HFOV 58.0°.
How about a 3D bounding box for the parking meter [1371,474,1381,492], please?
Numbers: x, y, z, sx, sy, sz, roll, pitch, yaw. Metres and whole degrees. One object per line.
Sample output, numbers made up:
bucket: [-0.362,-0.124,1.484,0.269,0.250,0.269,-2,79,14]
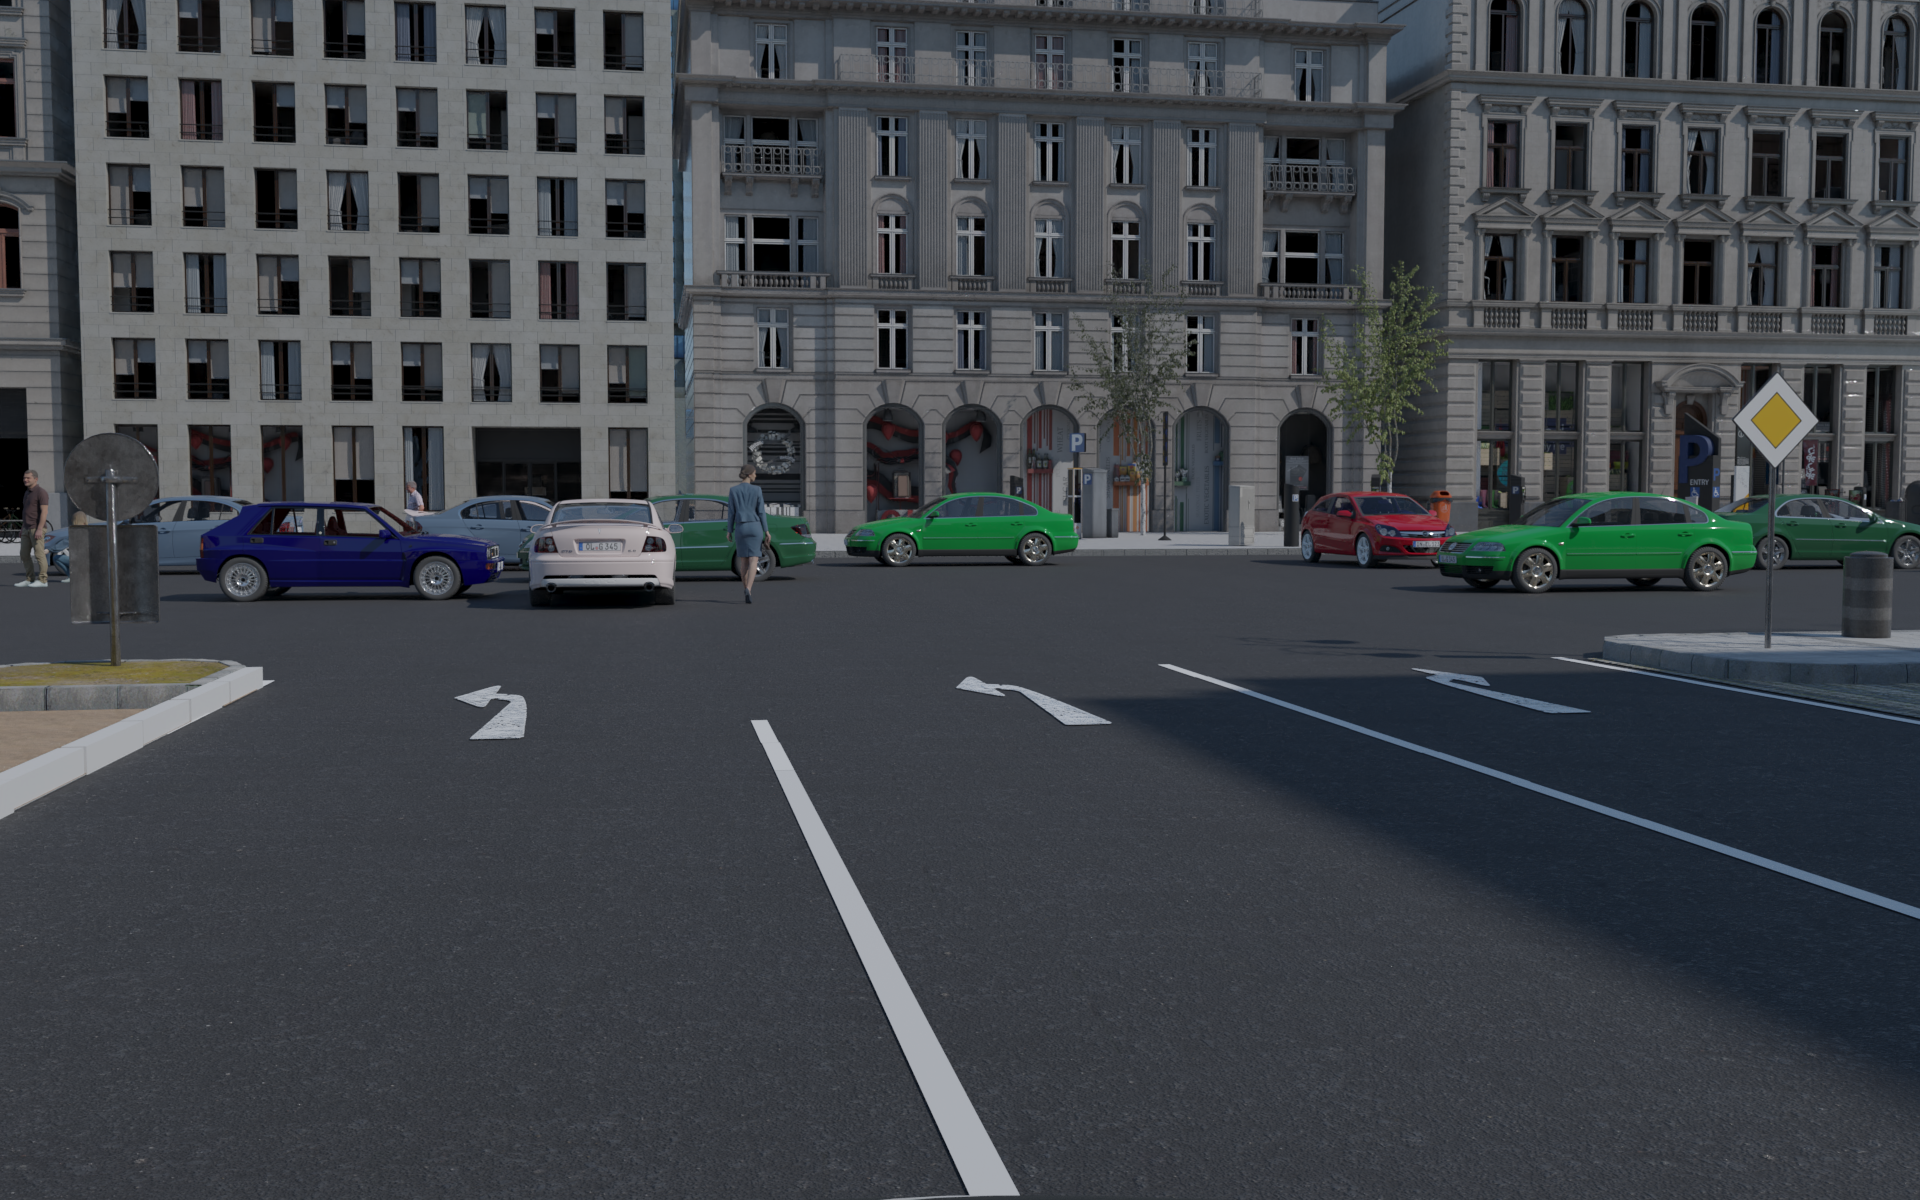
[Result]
parking meter: [12.192,-2.759,50.818,0.255,1.863,0.399,1,4,17]

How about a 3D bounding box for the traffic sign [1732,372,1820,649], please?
traffic sign: [6.712,-0.654,14.335,0.795,2.450,0.064,-1,4,-10]

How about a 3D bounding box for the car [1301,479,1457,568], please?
car: [8.419,-1.589,35.025,2.155,1.783,4.494,-1,4,-12]

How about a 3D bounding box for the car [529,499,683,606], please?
car: [-4.821,-0.688,23.610,2.083,1.381,4.827,-1,4,-10]

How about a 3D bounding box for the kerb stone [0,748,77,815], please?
kerb stone: [-4.424,0.855,8.302,0.120,0.150,1.000,-1,4,-10]

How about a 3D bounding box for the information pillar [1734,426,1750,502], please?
information pillar: [23.112,-3.662,51.235,0.504,3.616,0.183,-1,4,-18]

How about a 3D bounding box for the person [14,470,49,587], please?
person: [-14.343,-1.108,26.748,0.434,1.807,0.598,-3,5,-44]

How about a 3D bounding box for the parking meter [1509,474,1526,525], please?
parking meter: [16.341,-2.755,50.761,0.399,1.863,0.255,3,5,41]

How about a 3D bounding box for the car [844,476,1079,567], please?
car: [0.017,-1.600,34.957,4.718,1.807,1.959,-1,4,-10]

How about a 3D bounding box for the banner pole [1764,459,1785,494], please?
banner pole: [26.605,-4.061,56.418,0.401,3.779,0.863,-2,4,-32]

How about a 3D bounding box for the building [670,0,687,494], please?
building: [-30.373,-55.520,220.429,31.000,86.520,22.319,-1,4,-10]

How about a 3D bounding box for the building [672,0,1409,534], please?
building: [1.906,-13.475,62.119,24.055,21.916,13.314,-1,4,-10]

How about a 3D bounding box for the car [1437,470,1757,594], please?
car: [9.485,-1.050,25.963,4.718,1.807,1.959,-1,4,-11]

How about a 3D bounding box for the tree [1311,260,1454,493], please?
tree: [13.201,-6.340,54.019,4.737,8.622,4.395,0,3,0]

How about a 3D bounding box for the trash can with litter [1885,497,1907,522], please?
trash can with litter: [26.378,-2.262,48.039,2.233,1.210,1.678,3,4,36]

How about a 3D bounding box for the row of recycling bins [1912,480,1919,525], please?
row of recycling bins: [29.227,-2.647,50.393,1.069,1.692,3.534,-2,4,-30]

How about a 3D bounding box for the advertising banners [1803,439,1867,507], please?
advertising banners: [27.680,-3.590,54.889,0.090,3.025,2.074,-3,4,-36]

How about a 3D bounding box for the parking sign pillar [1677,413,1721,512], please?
parking sign pillar: [24.245,-4.180,56.811,1.447,3.967,1.447,-2,4,-31]

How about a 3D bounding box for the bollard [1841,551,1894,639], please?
bollard: [8.142,-0.050,15.540,0.404,0.777,0.398,0,3,0]

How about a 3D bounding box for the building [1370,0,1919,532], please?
building: [24.595,-14.385,64.070,19.941,23.489,11.050,-1,4,-10]

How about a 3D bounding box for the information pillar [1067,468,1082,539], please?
information pillar: [3.245,-2.724,49.034,0.304,2.012,0.304,-2,4,-31]

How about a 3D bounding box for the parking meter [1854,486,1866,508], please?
parking meter: [29.498,-2.960,56.805,0.372,1.533,0.369,0,3,0]

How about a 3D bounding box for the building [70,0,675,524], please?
building: [-17.883,-12.311,56.040,16.860,20.320,10.420,-1,4,-10]

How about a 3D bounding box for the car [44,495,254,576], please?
car: [-14.176,-1.179,31.276,4.499,1.417,2.014,-1,4,-10]

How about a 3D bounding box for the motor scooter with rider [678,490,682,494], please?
motor scooter with rider: [-22.322,-7.911,138.309,0.876,1.779,1.986,-1,4,-12]

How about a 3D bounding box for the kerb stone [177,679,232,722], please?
kerb stone: [-4.965,0.664,11.337,0.120,0.150,1.000,-1,4,-10]

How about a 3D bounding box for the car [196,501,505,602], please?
car: [-8.338,-0.694,23.928,3.894,1.354,1.945,-1,4,-8]

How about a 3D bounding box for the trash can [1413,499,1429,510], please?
trash can: [12.728,-2.246,48.383,0.748,1.137,0.748,0,3,0]

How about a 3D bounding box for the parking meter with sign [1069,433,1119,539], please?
parking meter with sign: [3.924,-3.297,50.160,0.543,3.016,1.738,3,5,43]

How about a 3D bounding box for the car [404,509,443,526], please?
car: [-8.806,-1.397,35.205,4.827,1.381,2.083,-1,4,-8]

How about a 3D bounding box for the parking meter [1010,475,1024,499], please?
parking meter: [1.790,-2.989,54.583,0.399,1.863,0.255,-2,4,-32]

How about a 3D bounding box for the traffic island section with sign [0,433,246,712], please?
traffic island section with sign: [-6.216,-0.257,12.333,2.006,1.907,1.989,-1,4,-10]

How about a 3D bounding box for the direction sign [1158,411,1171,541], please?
direction sign: [5.662,-3.413,47.797,0.379,3.537,0.876,0,4,-1]

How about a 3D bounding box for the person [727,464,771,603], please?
person: [-2.816,-0.873,22.802,0.581,1.822,0.654,1,4,14]

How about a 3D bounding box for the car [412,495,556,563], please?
car: [-8.091,-1.273,32.815,4.499,1.417,2.014,-1,4,-11]

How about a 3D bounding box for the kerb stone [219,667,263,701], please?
kerb stone: [-5.144,0.603,12.347,0.120,0.150,1.000,-1,4,-10]

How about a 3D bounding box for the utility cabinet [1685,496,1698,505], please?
utility cabinet: [20.617,-2.305,48.850,0.306,1.237,1.020,2,4,25]

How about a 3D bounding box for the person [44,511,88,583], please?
person: [-14.450,-0.862,28.093,0.738,1.151,1.012,1,4,14]

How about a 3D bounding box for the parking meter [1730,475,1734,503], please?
parking meter: [23.799,-2.894,53.026,0.399,1.863,0.255,-2,4,-29]

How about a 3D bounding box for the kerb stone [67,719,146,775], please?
kerb stone: [-4.600,0.791,9.312,0.120,0.150,1.000,-1,4,-10]

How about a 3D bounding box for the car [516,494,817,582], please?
car: [-4.859,-1.044,28.860,4.920,1.459,2.131,-1,4,-12]

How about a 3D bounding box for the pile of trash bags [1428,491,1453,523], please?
pile of trash bags: [23.028,-4.201,78.438,3.447,1.369,1.912,-2,4,-35]

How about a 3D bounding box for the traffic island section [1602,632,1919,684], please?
traffic island section: [6.734,0.481,14.417,2.009,0.180,2.903,-1,4,-10]

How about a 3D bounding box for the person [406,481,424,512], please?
person: [-11.627,-1.669,36.729,0.436,1.711,0.756,-2,4,-26]

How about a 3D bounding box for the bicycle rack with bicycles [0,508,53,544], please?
bicycle rack with bicycles: [-25.121,-1.928,44.906,2.925,0.926,2.852,-3,5,-42]

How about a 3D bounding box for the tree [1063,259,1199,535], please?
tree: [5.448,-6.300,53.371,4.360,8.622,3.978,0,3,0]

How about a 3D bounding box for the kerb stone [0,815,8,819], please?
kerb stone: [-4.229,0.913,7.291,0.120,0.150,1.000,-1,4,-10]

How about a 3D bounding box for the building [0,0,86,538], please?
building: [-38.049,-16.292,53.760,23.554,28.519,14.401,-1,4,-10]

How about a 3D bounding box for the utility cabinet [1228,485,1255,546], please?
utility cabinet: [7.009,-2.100,43.021,0.318,1.500,1.173,2,4,27]

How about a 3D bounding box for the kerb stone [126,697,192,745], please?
kerb stone: [-4.787,0.729,10.320,0.120,0.150,1.000,-1,4,-10]

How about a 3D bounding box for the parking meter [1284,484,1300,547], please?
parking meter: [8.077,-2.065,42.167,0.372,1.533,0.369,0,3,0]

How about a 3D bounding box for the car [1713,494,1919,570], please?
car: [16.515,-1.336,33.639,4.920,1.459,2.131,-1,4,-8]
